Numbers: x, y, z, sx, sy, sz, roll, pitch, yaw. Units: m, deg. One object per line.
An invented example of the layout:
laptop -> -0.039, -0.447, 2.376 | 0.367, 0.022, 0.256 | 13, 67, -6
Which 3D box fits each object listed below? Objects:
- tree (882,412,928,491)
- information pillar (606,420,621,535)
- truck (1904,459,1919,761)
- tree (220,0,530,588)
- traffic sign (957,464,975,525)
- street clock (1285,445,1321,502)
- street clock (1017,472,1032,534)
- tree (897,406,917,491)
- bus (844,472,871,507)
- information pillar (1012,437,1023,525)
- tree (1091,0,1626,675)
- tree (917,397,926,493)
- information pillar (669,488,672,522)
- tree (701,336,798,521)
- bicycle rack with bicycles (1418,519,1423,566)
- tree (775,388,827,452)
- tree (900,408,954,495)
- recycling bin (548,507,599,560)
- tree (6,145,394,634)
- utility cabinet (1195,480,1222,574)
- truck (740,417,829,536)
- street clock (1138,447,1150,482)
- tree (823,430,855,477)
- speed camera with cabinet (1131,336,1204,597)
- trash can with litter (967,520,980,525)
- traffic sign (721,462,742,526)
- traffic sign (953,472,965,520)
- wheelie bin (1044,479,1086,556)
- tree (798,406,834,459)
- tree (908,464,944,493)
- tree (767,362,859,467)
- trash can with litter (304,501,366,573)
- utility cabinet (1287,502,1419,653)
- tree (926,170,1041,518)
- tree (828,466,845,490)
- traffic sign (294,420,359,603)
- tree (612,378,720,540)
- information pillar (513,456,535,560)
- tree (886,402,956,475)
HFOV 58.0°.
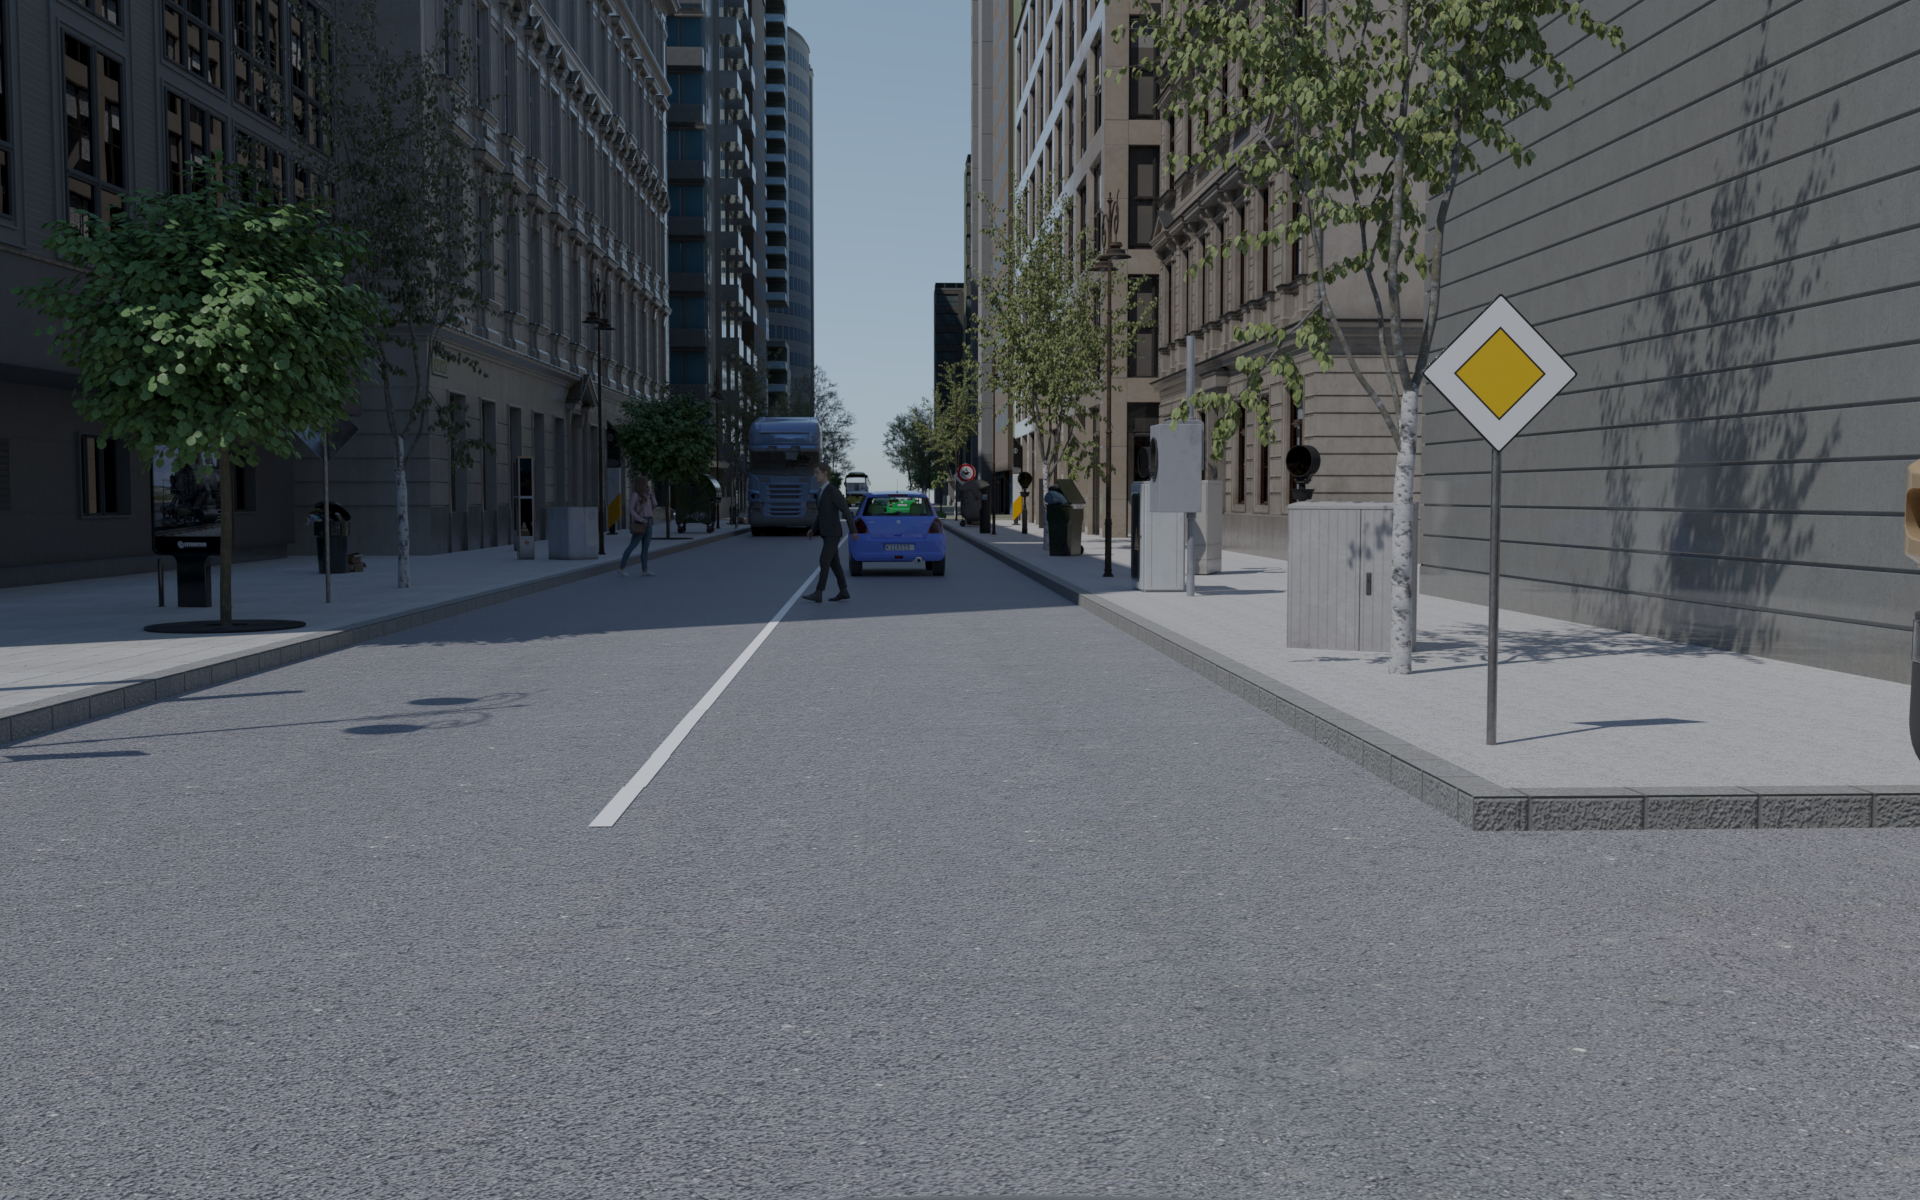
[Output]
tree -> -6.402, -18.025, 220.461 | 9.928, 11.665, 9.643 | 0, 3, 0
information pillar -> -10.919, -3.870, 54.629 | 0.504, 3.616, 0.183 | 2, 4, 28
truck -> 8.248, -0.986, 5.031 | 11.283, 4.237, 2.839 | 0, 4, -1
tree -> -7.654, -4.457, 23.238 | 4.360, 8.622, 3.978 | 0, 3, 0
traffic sign -> 0.267, -4.426, 72.469 | 0.768, 2.556, 0.104 | 0, 4, 4
street clock -> 5.056, -1.284, 25.570 | 0.358, 2.002, 0.471 | -3, 5, -45
street clock -> 2.089, -3.137, 55.862 | 0.471, 2.002, 0.358 | 0, 4, 5
tree -> -0.431, -8.750, 93.422 | 4.737, 8.622, 4.395 | 0, 3, 0
bus -> -11.530, -12.312, 192.855 | 2.896, 3.916, 12.252 | 0, 4, -4
information pillar -> 2.365, -4.877, 71.090 | 0.504, 3.616, 0.183 | 3, 5, 44
tree -> 3.085, -3.790, 12.336 | 4.737, 8.622, 4.395 | 0, 3, 0
tree -> 2.173, -5.795, 45.111 | 4.737, 8.622, 4.395 | 0, 3, 0
information pillar -> -13.534, -5.418, 79.946 | 0.183, 3.616, 0.504 | 1, 4, 19
tree -> -9.978, -7.969, 80.654 | 4.360, 8.622, 3.978 | 0, 3, 0
bicycle rack with bicycles -> 8.433, -0.897, 28.053 | 2.852, 0.926, 2.925 | 2, 4, 31
tree -> -11.668, -10.417, 120.672 | 4.737, 8.622, 4.395 | 0, 3, 0
tree -> -2.777, -11.971, 146.085 | 4.360, 8.622, 3.978 | 0, 3, 0
recycling bin -> -7.601, -1.314, 34.031 | 0.722, 1.027, 0.722 | 3, 5, 41
tree -> -7.086, -1.999, 16.402 | 4.285, 4.588, 4.351 | 0, 3, 0
utility cabinet -> 3.937, -1.170, 27.812 | 0.318, 1.500, 1.173 | 1, 4, 20
truck -> -6.317, -4.689, 66.423 | 2.967, 4.110, 18.799 | 0, 4, -3
street clock -> 2.930, -1.358, 26.771 | 0.358, 2.002, 0.471 | -1, 4, -15
tree -> -17.840, -18.567, 237.976 | 7.601, 10.594, 8.767 | -3, 5, -44
speed camera with cabinet -> 2.655, -1.719, 22.439 | 0.660, 3.252, 2.038 | 0, 4, -4
trash can with litter -> 0.620, -3.658, 71.198 | 0.624, 1.170, 1.055 | -1, 4, -19
traffic sign -> -9.307, -4.317, 70.585 | 0.884, 2.594, 0.081 | 0, 4, 5
traffic sign -> 0.092, -4.387, 72.916 | 0.795, 2.450, 0.064 | 0, 4, 1
wheelie bin -> 2.153, -1.714, 35.940 | 0.693, 1.594, 0.980 | 2, 4, 33
tree -> -12.835, -11.933, 145.472 | 4.360, 8.622, 3.978 | 0, 3, 0
tree -> -3.285, -11.227, 167.279 | 4.285, 4.588, 4.351 | 0, 3, 0
tree -> -14.038, -15.251, 159.722 | 12.009, 13.543, 11.850 | 0, 3, 0
trash can with litter -> -10.163, -1.031, 28.245 | 0.624, 1.170, 1.055 | 0, 4, 7
utility cabinet -> 3.225, -0.190, 14.274 | 1.020, 1.237, 0.306 | 2, 4, 31
tree -> 2.103, -5.439, 39.294 | 4.737, 8.622, 4.395 | 0, 3, 0
tree -> -15.215, -13.507, 204.547 | 4.285, 4.588, 4.351 | 0, 3, 0
traffic sign -> -7.429, -1.170, 20.307 | 0.795, 2.450, 0.064 | 0, 4, 3
tree -> -8.287, -4.006, 49.219 | 4.285, 4.588, 4.351 | 0, 3, 0
information pillar -> -8.521, -1.800, 33.930 | 0.304, 2.012, 0.304 | -2, 4, -23
tree -> -4.033, -14.786, 176.165 | 7.601, 10.594, 8.767 | -1, 4, -20
